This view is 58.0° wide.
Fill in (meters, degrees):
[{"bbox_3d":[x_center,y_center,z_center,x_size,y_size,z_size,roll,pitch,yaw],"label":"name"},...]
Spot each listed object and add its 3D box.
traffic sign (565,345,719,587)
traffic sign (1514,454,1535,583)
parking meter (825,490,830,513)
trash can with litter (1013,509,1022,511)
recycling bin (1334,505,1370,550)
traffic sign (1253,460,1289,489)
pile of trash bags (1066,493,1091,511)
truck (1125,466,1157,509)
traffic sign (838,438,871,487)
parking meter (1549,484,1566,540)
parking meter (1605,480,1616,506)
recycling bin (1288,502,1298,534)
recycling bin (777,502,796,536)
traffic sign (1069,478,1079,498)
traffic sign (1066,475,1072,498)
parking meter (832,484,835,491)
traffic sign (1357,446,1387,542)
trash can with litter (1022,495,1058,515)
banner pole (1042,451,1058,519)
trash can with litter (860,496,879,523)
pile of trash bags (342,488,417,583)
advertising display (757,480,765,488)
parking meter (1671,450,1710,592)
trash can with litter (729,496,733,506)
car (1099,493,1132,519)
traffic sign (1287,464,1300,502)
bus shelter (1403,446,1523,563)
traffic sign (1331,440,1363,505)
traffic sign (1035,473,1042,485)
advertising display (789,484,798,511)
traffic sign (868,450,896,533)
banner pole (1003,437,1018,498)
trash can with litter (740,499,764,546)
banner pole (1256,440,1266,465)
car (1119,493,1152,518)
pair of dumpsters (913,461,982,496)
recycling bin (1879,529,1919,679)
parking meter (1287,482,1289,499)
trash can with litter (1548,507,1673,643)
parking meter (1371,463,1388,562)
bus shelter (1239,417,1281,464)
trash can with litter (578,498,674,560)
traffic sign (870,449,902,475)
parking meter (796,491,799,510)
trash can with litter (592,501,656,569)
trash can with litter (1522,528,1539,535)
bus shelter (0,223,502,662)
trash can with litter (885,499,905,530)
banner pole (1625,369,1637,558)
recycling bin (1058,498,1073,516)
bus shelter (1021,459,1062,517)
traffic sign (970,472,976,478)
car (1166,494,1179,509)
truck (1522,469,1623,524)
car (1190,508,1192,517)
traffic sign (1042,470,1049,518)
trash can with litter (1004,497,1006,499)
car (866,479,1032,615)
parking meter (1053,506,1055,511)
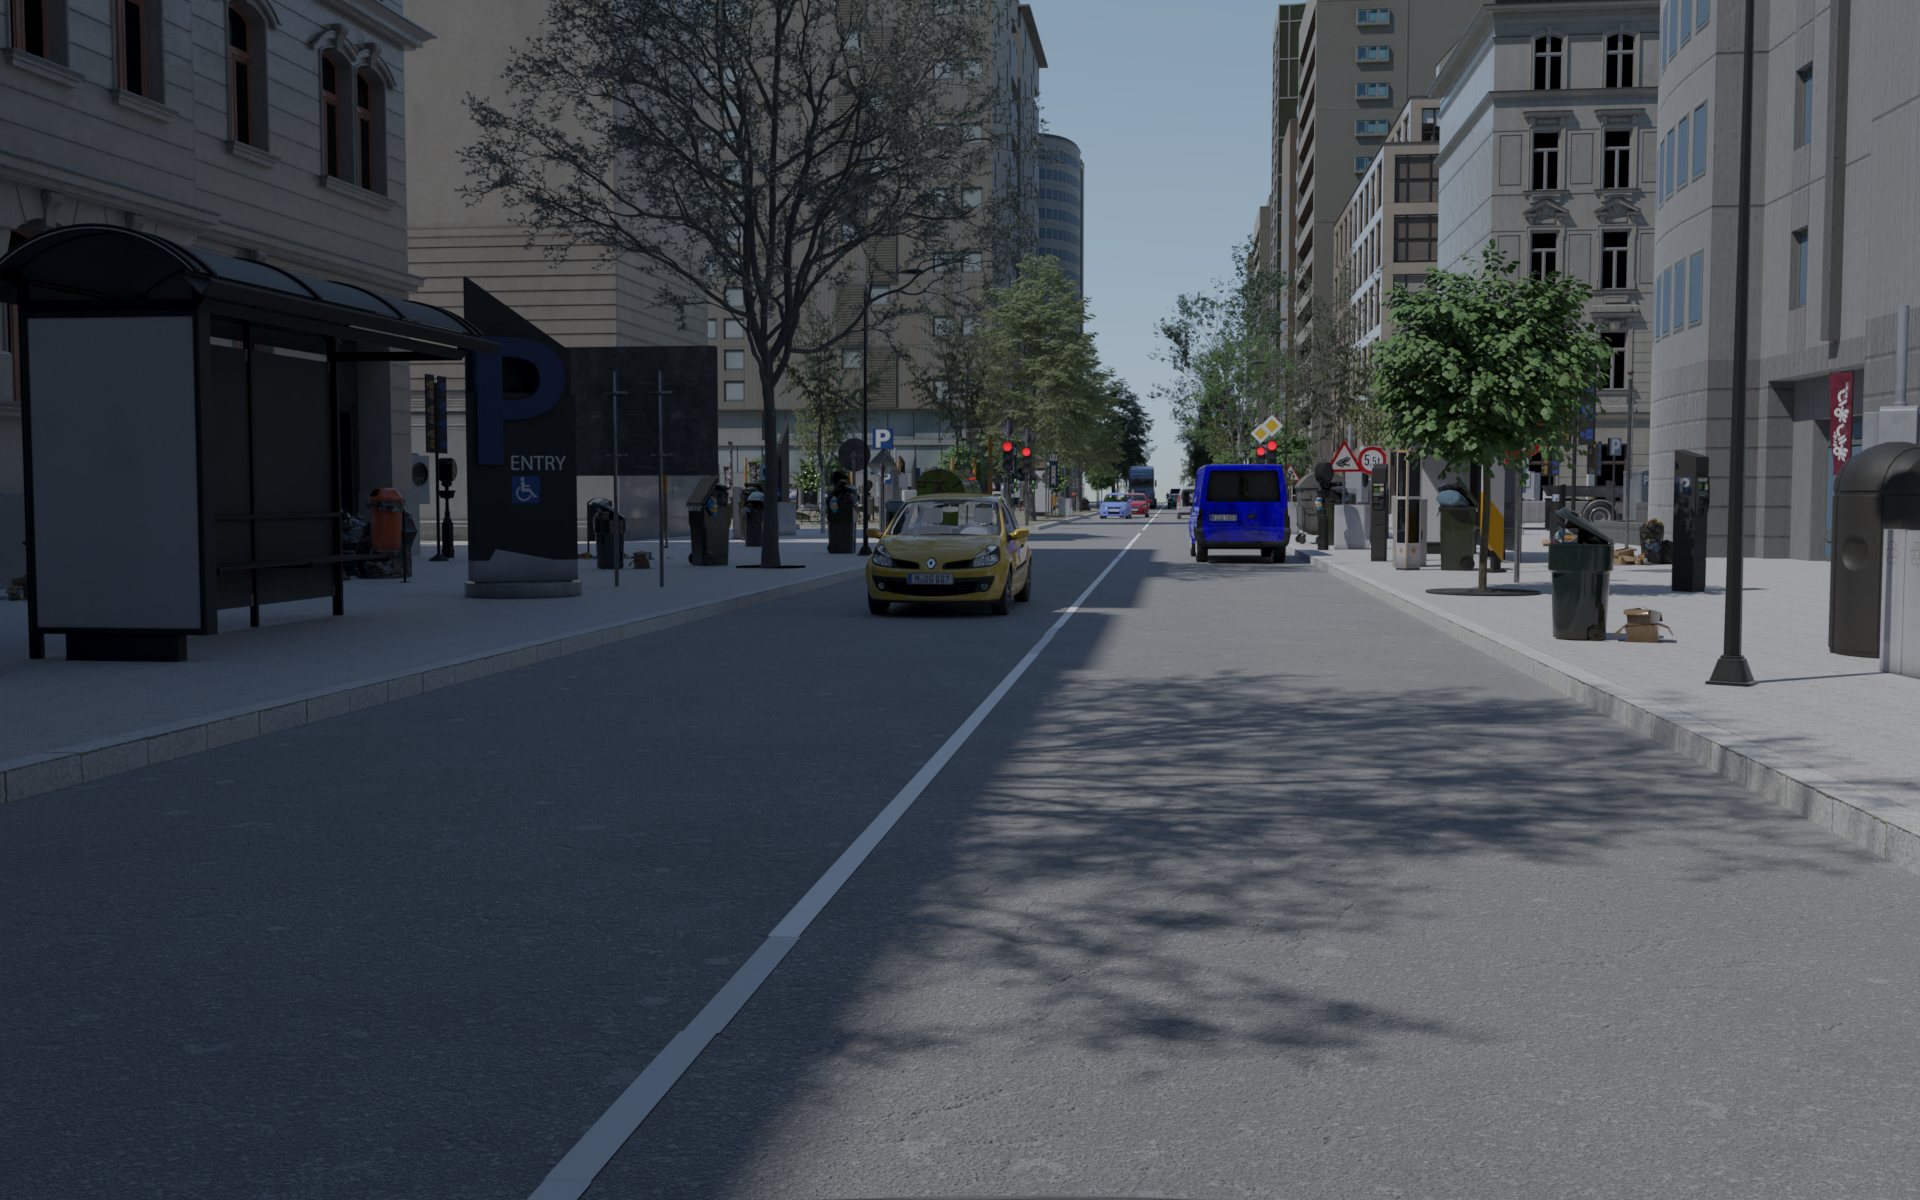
[{"bbox_3d":[-4.444,-1.837,23.902,2.265,3.308,0.079,0,4,7],"label":"traffic sign"},{"bbox_3d":[8.051,-1.521,24.969,0.768,2.556,0.104,1,4,14],"label":"traffic sign"},{"bbox_3d":[-8.552,-6.324,111.814,0.372,1.533,0.369,0,3,0],"label":"parking meter"},{"bbox_3d":[4.647,-7.232,129.301,2.233,1.210,1.678,2,4,30],"label":"trash can with litter"},{"bbox_3d":[9.138,-1.701,40.359,0.722,1.027,0.722,1,4,21],"label":"recycling bin"},{"bbox_3d":[14.957,-5.371,81.687,2.265,3.308,0.079,1,4,14],"label":"traffic sign"},{"bbox_3d":[8.950,-7.549,133.173,1.912,1.369,3.447,0,4,-5],"label":"pile of trash bags"},{"bbox_3d":[18.334,-11.224,173.271,2.967,4.110,18.799,0,4,7],"label":"truck"},{"bbox_3d":[-2.408,-2.403,39.403,0.768,2.556,0.104,1,4,12],"label":"traffic sign"},{"bbox_3d":[15.159,-2.172,43.924,0.372,1.533,0.369,0,3,0],"label":"parking meter"},{"bbox_3d":[27.539,-4.134,73.303,0.399,1.863,0.255,3,5,43],"label":"parking meter"},{"bbox_3d":[10.420,-2.621,55.399,0.722,1.027,0.722,0,4,2],"label":"recycling bin"},{"bbox_3d":[-5.594,-2.531,53.930,0.722,1.027,0.722,-3,5,-44],"label":"recycling bin"},{"bbox_3d":[7.280,-6.629,110.510,0.606,2.300,0.079,1,4,12],"label":"traffic sign"},{"bbox_3d":[7.505,-7.212,117.925,0.884,2.594,0.081,1,4,13],"label":"traffic sign"},{"bbox_3d":[-5.407,-4.283,75.736,0.399,1.863,0.255,-1,4,-11],"label":"parking meter"},{"bbox_3d":[10.934,-2.807,46.004,0.768,2.556,0.104,1,4,9],"label":"traffic sign"},{"bbox_3d":[5.300,-5.911,107.700,2.233,1.210,1.678,1,4,14],"label":"trash can with litter"},{"bbox_3d":[4.696,-6.107,89.868,0.863,3.779,0.401,0,4,-6],"label":"banner pole"},{"bbox_3d":[-4.094,-4.505,84.717,1.678,1.210,2.233,2,4,28],"label":"trash can with litter"},{"bbox_3d":[-9.093,-0.995,26.026,1.912,1.369,3.447,-3,4,-38],"label":"pile of trash bags"},{"bbox_3d":[-9.009,-4.612,80.625,0.974,1.923,0.123,-3,4,-38],"label":"advertising display"},{"bbox_3d":[9.607,-1.043,22.769,0.255,1.863,0.399,-2,4,-29],"label":"parking meter"},{"bbox_3d":[-16.318,-7.122,127.496,2.233,1.210,1.678,-2,4,-30],"label":"trash can with litter"},{"bbox_3d":[9.046,-5.557,100.455,1.945,1.707,3.694,1,4,9],"label":"car"},{"bbox_3d":[13.778,-4.422,72.309,0.884,2.594,0.081,1,4,9],"label":"traffic sign"},{"bbox_3d":[9.920,-2.478,34.432,2.014,3.302,5.546,0,4,7],"label":"bus shelter"},{"bbox_3d":[9.270,-2.558,41.834,0.884,2.594,0.081,1,4,13],"label":"traffic sign"},{"bbox_3d":[3.886,-5.467,90.572,0.795,2.450,0.064,1,4,13],"label":"traffic sign"},{"bbox_3d":[-10.566,-6.262,107.596,0.974,1.923,0.123,1,4,14],"label":"advertising display"},{"bbox_3d":[-2.051,-2.699,45.319,0.795,2.450,0.064,1,4,10],"label":"traffic sign"},{"bbox_3d":[2.163,-5.290,76.515,0.863,3.779,0.401,-2,4,-26],"label":"banner pole"},{"bbox_3d":[-5.119,-1.903,42.504,0.624,1.170,1.055,-1,4,-11],"label":"trash can with litter"},{"bbox_3d":[12.668,-5.060,72.750,0.863,3.779,0.401,0,4,-7],"label":"banner pole"},{"bbox_3d":[10.724,-5.956,106.428,2.155,1.783,4.494,0,4,7],"label":"car"},{"bbox_3d":[-0.368,-2.890,49.742,1.574,2.255,4.437,0,4,7],"label":"pair of dumpsters"},{"bbox_3d":[7.008,0.022,12.188,0.722,1.027,0.722,0,4,2],"label":"recycling bin"},{"bbox_3d":[13.219,-3.986,70.888,0.399,1.863,0.255,3,4,37],"label":"parking meter"},{"bbox_3d":[5.719,-0.236,15.238,1.055,1.170,0.624,2,4,23],"label":"trash can with litter"},{"bbox_3d":[7.982,-1.666,32.953,0.255,1.863,0.399,2,4,23],"label":"parking meter"},{"bbox_3d":[15.327,-6.743,87.882,2.179,5.291,8.768,0,4,7],"label":"bus shelter"},{"bbox_3d":[-6.788,-1.413,34.168,2.233,1.210,1.678,1,4,13],"label":"trash can with litter"},{"bbox_3d":[-2.046,-2.921,47.760,0.884,2.594,0.081,0,4,7],"label":"traffic sign"},{"bbox_3d":[-13.385,-8.302,141.450,0.399,1.863,0.255,-1,4,-20],"label":"parking meter"},{"bbox_3d":[-5.784,-1.128,29.824,1.055,1.170,0.624,-1,4,-14],"label":"trash can with litter"},{"bbox_3d":[17.090,-2.677,54.831,1.678,1.210,2.233,-2,4,-27],"label":"trash can with litter"},{"bbox_3d":[-6.177,-1.334,15.728,2.014,3.302,5.546,0,4,7],"label":"bus shelter"},{"bbox_3d":[-1.465,-1.836,41.399,0.624,1.170,1.055,0,4,-8],"label":"trash can with litter"},{"bbox_3d":[13.530,-2.750,34.973,0.401,3.779,0.863,2,4,28],"label":"banner pole"},{"bbox_3d":[6.055,-5.317,99.491,0.722,1.027,0.722,1,4,13],"label":"recycling bin"},{"bbox_3d":[4.764,-6.566,101.279,2.014,3.302,5.546,0,4,7],"label":"bus shelter"},{"bbox_3d":[0.301,-4.436,73.712,0.795,2.450,0.064,1,4,13],"label":"traffic sign"},{"bbox_3d":[21.333,-9.683,170.113,2.131,1.459,4.920,1,4,9],"label":"car"},{"bbox_3d":[26.499,-4.513,63.551,18.799,4.110,2.967,1,4,9],"label":"truck"},{"bbox_3d":[11.960,-4.320,83.214,1.945,1.354,3.894,1,4,9],"label":"car"},{"bbox_3d":[4.716,-5.633,92.201,0.768,2.556,0.104,1,4,16],"label":"traffic sign"},{"bbox_3d":[1.500,-3.699,71.869,1.055,1.170,0.624,1,4,11],"label":"trash can with litter"},{"bbox_3d":[-0.082,-0.708,21.804,2.015,1.641,3.980,0,4,8],"label":"car"},{"bbox_3d":[7.099,-7.801,133.256,0.399,1.863,0.255,2,4,35],"label":"parking meter"}]
